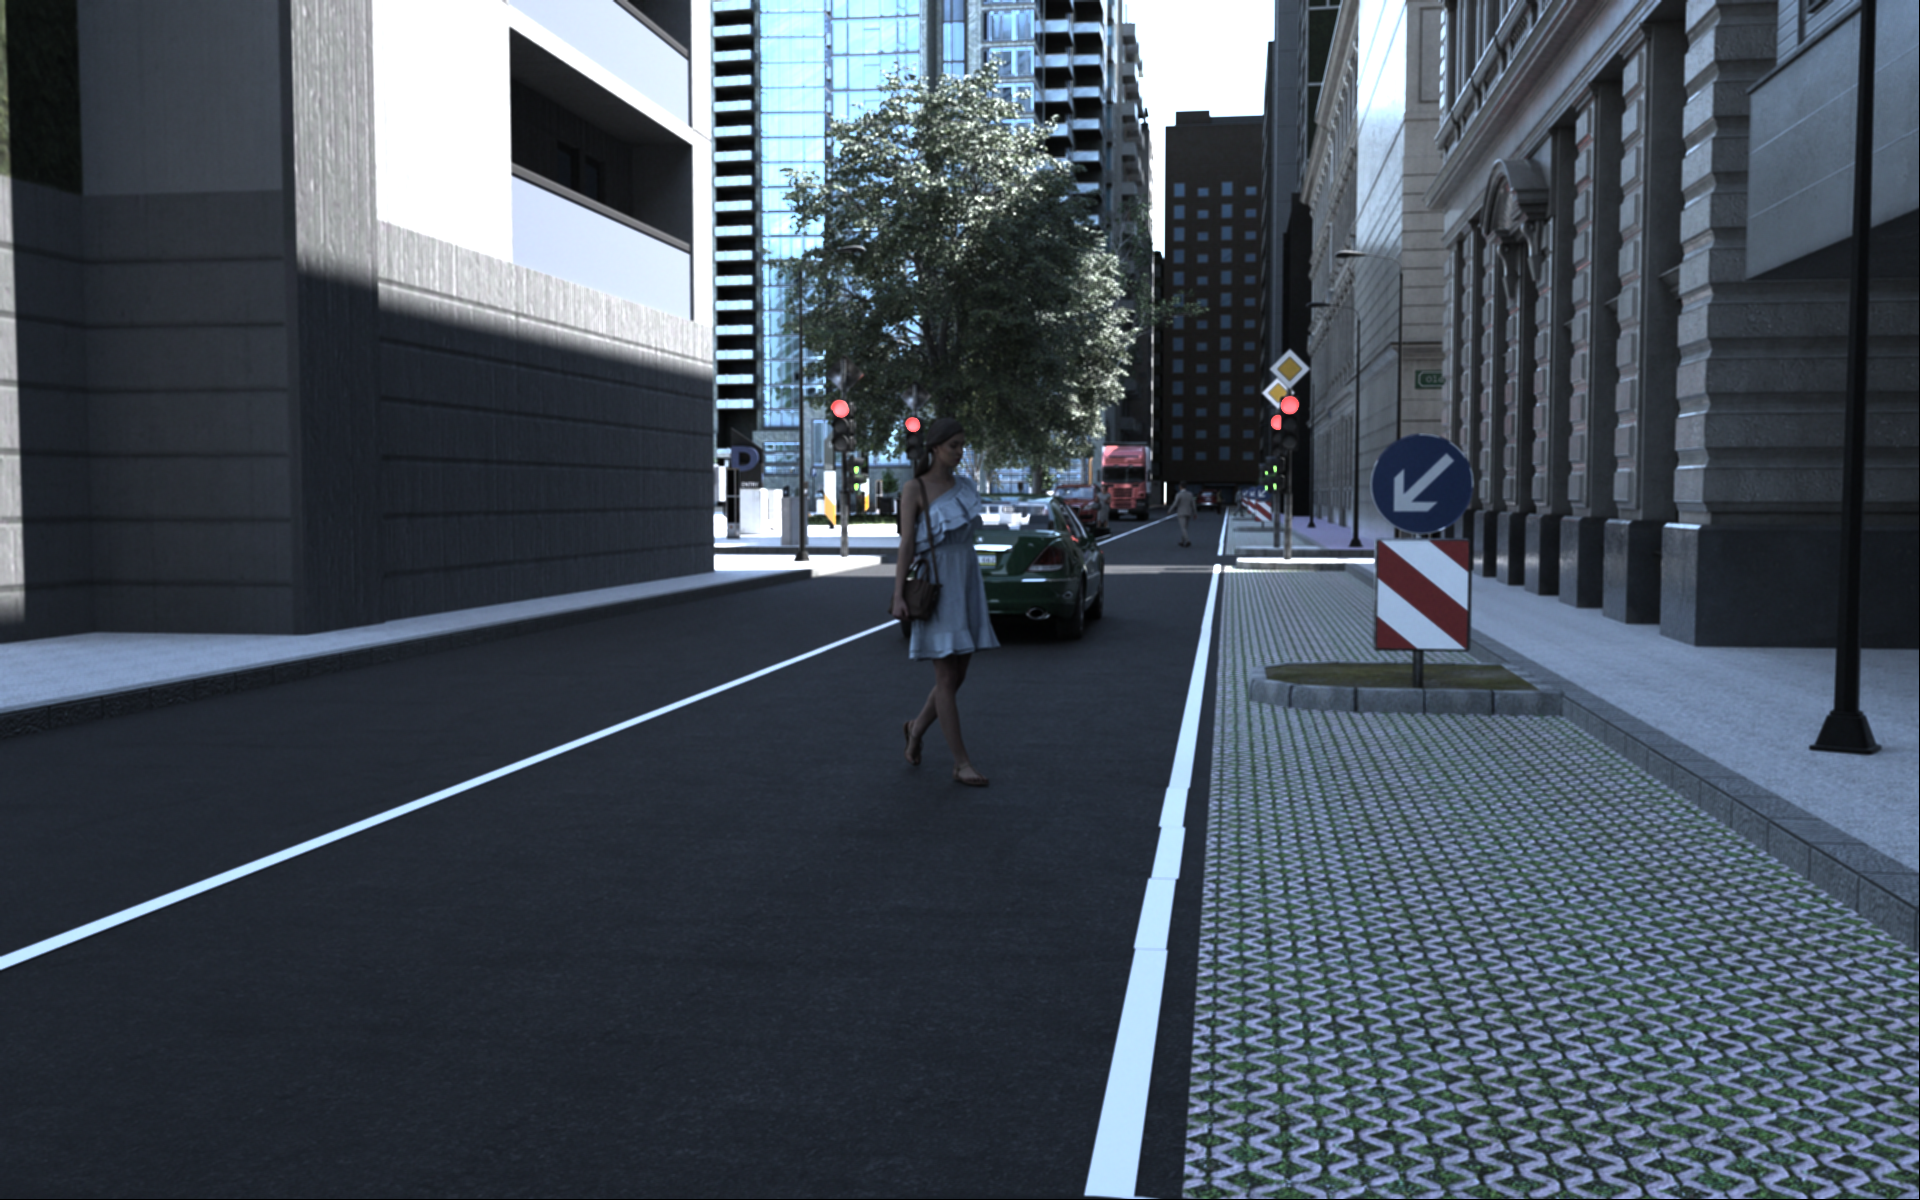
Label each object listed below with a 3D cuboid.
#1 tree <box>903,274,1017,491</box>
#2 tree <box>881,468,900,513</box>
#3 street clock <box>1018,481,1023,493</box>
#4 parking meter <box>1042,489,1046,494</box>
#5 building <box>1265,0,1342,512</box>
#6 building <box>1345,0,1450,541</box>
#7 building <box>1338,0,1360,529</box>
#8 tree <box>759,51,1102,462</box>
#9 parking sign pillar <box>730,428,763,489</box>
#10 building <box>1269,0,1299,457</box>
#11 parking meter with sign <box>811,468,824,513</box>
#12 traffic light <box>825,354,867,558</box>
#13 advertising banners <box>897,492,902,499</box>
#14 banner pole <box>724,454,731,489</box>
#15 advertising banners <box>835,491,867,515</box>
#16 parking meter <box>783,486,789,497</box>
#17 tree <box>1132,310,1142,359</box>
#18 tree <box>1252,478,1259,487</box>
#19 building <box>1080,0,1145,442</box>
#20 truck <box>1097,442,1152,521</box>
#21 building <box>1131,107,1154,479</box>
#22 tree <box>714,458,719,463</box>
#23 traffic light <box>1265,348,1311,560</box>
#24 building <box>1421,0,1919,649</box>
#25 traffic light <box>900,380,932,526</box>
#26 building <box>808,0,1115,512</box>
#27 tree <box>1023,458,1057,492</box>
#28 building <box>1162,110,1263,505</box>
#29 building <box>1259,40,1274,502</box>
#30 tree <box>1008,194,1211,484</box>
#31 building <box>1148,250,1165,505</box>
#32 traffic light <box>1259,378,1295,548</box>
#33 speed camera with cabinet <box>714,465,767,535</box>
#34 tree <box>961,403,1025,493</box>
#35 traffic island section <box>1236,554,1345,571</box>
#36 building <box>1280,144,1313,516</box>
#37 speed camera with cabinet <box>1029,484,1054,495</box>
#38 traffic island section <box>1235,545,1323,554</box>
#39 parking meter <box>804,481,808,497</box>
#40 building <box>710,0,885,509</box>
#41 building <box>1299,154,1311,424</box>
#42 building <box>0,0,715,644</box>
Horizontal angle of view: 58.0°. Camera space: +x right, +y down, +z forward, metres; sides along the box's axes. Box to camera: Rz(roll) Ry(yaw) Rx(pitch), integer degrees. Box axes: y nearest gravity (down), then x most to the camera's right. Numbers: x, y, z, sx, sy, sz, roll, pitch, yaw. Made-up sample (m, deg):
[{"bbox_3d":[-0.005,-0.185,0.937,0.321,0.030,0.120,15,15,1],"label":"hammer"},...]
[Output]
[{"bbox_3d":[0.379,-6.538,57.257,4.737,8.622,4.395,0,3,0],"label":"tree"},{"bbox_3d":[-4.980,-7.531,117.727,1.663,3.219,1.824,0,3,0],"label":"tree"},{"bbox_3d":[3.450,-5.785,99.151,0.358,2.002,0.471,1,4,9],"label":"street clock"},{"bbox_3d":[3.848,-4.432,80.873,0.372,1.533,0.369,0,3,0],"label":"parking meter"},{"bbox_3d":[33.530,-42.190,128.057,20.563,71.187,20.611,1,4,9],"label":"building"},{"bbox_3d":[32.811,-16.419,44.862,44.131,29.872,17.030,1,4,9],"label":"building"},{"bbox_3d":[20.092,-14.136,67.276,11.583,22.565,21.152,1,4,9],"label":"building"},{"bbox_3d":[-0.531,-8.740,49.554,9.857,13.997,8.962,0,3,0],"label":"tree"},{"bbox_3d":[-8.643,-4.998,70.194,1.447,3.967,1.447,0,4,2],"label":"parking sign pillar"},{"bbox_3d":[38.123,-37.335,152.431,21.231,58.520,28.212,1,4,9],"label":"building"},{"bbox_3d":[-9.152,-7.354,116.496,1.738,3.016,0.543,2,4,28],"label":"parking meter with sign"},{"bbox_3d":[-2.315,-2.810,34.862,0.839,4.253,0.868,1,4,9],"label":"traffic light"},{"bbox_3d":[-3.198,-7.310,115.709,2.074,3.025,0.090,-1,4,-13],"label":"advertising banners"},{"bbox_3d":[-14.521,-7.255,108.639,0.863,3.779,0.401,3,5,43],"label":"banner pole"},{"bbox_3d":[-5.110,-4.967,77.403,2.074,3.025,0.090,1,4,23],"label":"advertising banners"},{"bbox_3d":[-11.989,-6.956,119.434,0.399,1.863,0.255,1,4,15],"label":"parking meter"},{"bbox_3d":[3.482,-10.590,79.802,9.857,13.997,8.962,0,3,0],"label":"tree"},{"bbox_3d":[33.271,-12.081,192.126,1.663,3.219,1.824,0,3,0],"label":"tree"},{"bbox_3d":[5.821,-33.289,163.883,23.786,49.044,30.456,1,4,9],"label":"building"},{"bbox_3d":[9.208,-6.532,95.708,2.839,4.237,11.283,0,4,7],"label":"truck"},{"bbox_3d":[13.679,-30.733,186.080,14.086,41.232,14.154,1,4,9],"label":"building"},{"bbox_3d":[-14.495,-6.615,91.869,4.285,4.588,4.351,0,3,0],"label":"tree"},{"bbox_3d":[6.344,-2.729,33.533,0.839,4.253,0.868,1,4,9],"label":"traffic light"},{"bbox_3d":[12.330,-11.826,22.230,11.050,23.489,19.941,1,4,9],"label":"building"},{"bbox_3d":[-1.085,-3.292,42.752,0.839,4.253,0.868,1,4,9],"label":"traffic light"},{"bbox_3d":[1.210,-50.137,132.416,22.319,86.520,31.000,1,4,9],"label":"building"},{"bbox_3d":[4.244,-5.770,88.939,1.663,3.219,1.824,0,3,0],"label":"tree"},{"bbox_3d":[31.459,-33.927,204.819,14.200,45.320,14.600,1,4,9],"label":"building"},{"bbox_3d":[41.849,-33.860,177.316,21.300,48.544,21.600,1,4,9],"label":"building"},{"bbox_3d":[8.986,-15.484,109.052,12.611,20.169,13.585,0,3,0],"label":"tree"},{"bbox_3d":[17.470,-26.650,207.420,14.107,30.474,14.160,1,4,9],"label":"building"},{"bbox_3d":[7.574,-3.211,41.423,0.839,4.253,0.868,1,4,9],"label":"traffic light"},{"bbox_3d":[-7.099,-3.663,54.233,2.038,3.252,0.660,1,4,12],"label":"speed camera with cabinet"},{"bbox_3d":[1.793,-8.944,96.593,4.360,8.622,3.978,0,3,0],"label":"tree"},{"bbox_3d":[6.382,-0.695,33.641,2.009,0.180,2.903,1,4,9],"label":"traffic island section"},{"bbox_3d":[26.327,-16.942,106.683,12.332,23.373,15.834,1,4,9],"label":"building"},{"bbox_3d":[4.880,-6.517,100.892,0.660,3.252,2.038,3,5,44],"label":"speed camera with cabinet"},{"bbox_3d":[7.612,-1.177,41.531,2.009,0.180,2.903,1,4,9],"label":"traffic island section"},{"bbox_3d":[-6.964,-4.367,77.115,0.255,1.863,0.399,3,5,42],"label":"parking meter"},{"bbox_3d":[-23.380,-53.413,185.967,31.000,86.520,22.319,1,4,9],"label":"building"},{"bbox_3d":[23.570,-15.431,88.455,11.583,22.565,21.152,1,4,9],"label":"building"},{"bbox_3d":[-18.572,-29.511,24.511,28.212,58.520,21.231,1,4,9],"label":"building"}]
